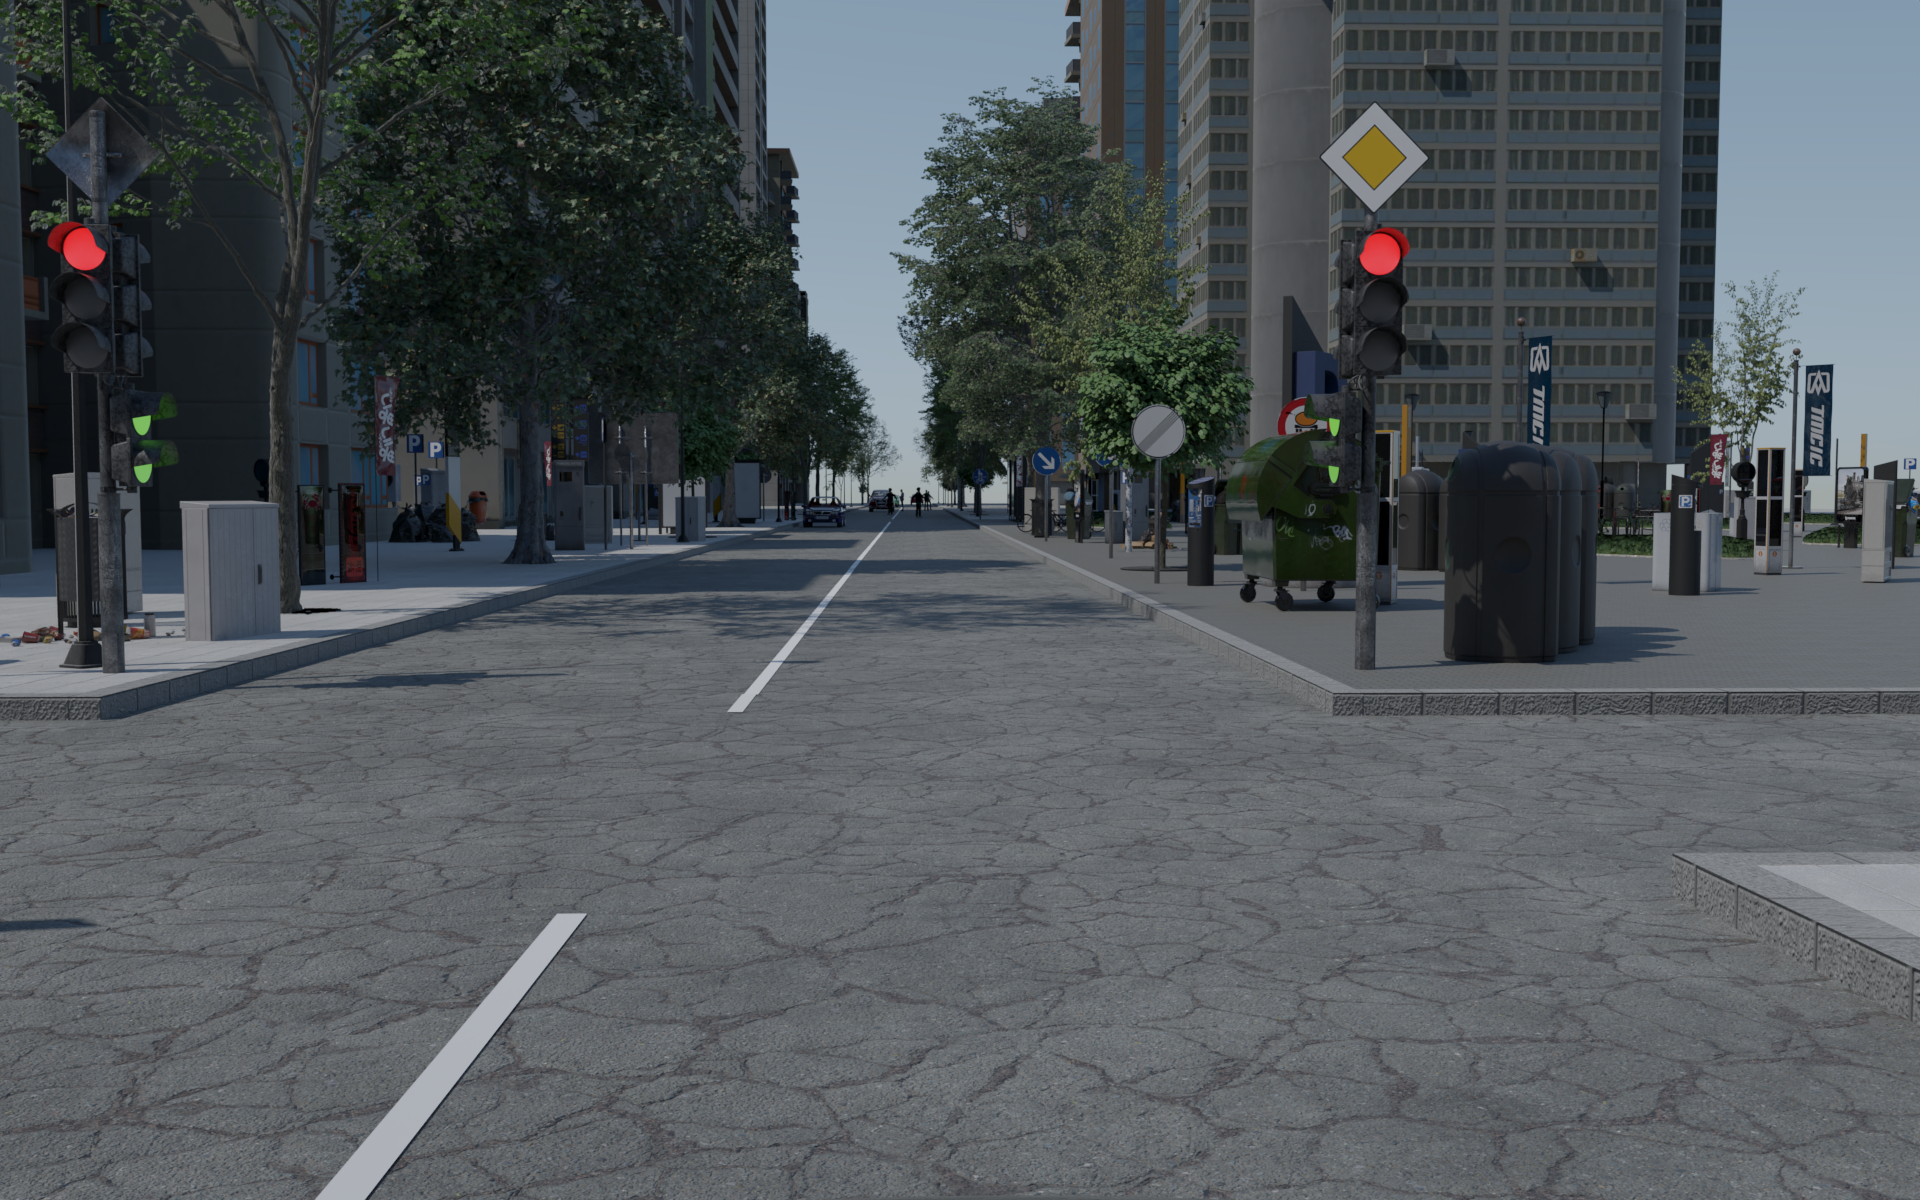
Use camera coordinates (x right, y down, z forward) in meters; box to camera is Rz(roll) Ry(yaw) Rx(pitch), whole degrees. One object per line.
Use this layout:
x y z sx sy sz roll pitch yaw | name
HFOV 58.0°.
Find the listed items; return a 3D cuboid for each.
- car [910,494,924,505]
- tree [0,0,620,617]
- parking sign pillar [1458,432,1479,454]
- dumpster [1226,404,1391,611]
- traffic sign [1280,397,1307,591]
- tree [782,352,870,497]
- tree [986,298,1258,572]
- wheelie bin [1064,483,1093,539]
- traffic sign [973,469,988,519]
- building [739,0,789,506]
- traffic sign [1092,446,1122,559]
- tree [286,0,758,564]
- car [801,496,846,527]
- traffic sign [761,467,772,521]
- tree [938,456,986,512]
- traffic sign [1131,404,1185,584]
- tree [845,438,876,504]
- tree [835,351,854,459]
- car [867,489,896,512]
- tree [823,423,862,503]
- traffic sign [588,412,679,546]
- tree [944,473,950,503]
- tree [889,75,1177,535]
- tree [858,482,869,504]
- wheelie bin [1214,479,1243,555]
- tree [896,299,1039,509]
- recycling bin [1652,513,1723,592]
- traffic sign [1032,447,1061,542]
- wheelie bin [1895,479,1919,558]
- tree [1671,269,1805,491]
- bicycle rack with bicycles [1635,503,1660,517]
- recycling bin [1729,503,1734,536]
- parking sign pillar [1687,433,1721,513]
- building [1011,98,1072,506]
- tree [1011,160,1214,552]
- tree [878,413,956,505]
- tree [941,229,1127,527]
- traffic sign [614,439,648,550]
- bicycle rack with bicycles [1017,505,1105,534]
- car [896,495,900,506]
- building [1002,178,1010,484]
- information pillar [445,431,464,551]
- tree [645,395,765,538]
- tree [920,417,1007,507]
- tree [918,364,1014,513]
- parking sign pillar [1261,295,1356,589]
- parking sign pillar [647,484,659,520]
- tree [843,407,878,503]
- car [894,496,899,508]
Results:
-5.759 -13.668 232.507 2.155 1.783 4.494 0 4 -1 | car
-7.153 -5.664 18.358 9.928 11.665 9.643 0 3 0 | tree
22.034 -5.262 74.506 1.447 3.967 1.447 -2 4 -31 | parking sign pillar
3.930 -1.050 19.656 1.502 2.255 1.985 0 4 -2 | dumpster
4.540 -1.389 22.812 0.768 2.556 0.104 0 4 2 | traffic sign
-10.323 -12.986 130.451 7.486 12.596 7.792 0 3 0 | tree
3.406 -2.779 29.155 4.285 4.588 4.351 0 3 0 | tree
3.344 -2.527 49.225 0.693 1.594 0.980 2 4 26 | wheelie bin
1.027 -5.354 87.651 0.768 2.556 0.104 0 4 0 | traffic sign
-29.359 -45.884 188.454 20.563 71.187 20.611 0 4 -2 | building
3.007 -2.098 34.409 0.768 2.556 0.104 0 4 6 | traffic sign
-7.936 -7.024 31.854 9.611 12.733 9.660 0 3 0 | tree
-5.925 -3.861 75.707 1.945 1.354 3.894 0 4 -1 | car
-9.186 -4.949 81.028 0.768 2.556 0.104 0 4 0 | traffic sign
1.203 -8.766 127.044 4.285 4.588 4.351 0 3 0 | tree
2.825 -1.507 24.751 0.768 2.556 0.104 0 4 1 | traffic sign
-13.045 -17.047 229.084 4.360 8.622 3.978 0 3 0 | tree
-8.790 -9.154 66.674 9.611 12.733 9.660 0 3 0 | tree
-6.319 -8.032 139.995 2.281 1.827 5.304 0 4 -1 | car
-10.946 -12.729 158.486 4.737 8.622 4.395 0 3 0 | tree
-8.098 -3.000 42.930 2.265 3.308 0.079 0 4 4 | traffic sign
-1.771 -17.534 237.048 4.360 8.622 3.978 0 3 0 | tree
2.674 -8.981 53.499 9.857 13.997 8.962 0 3 0 | tree
-13.106 -14.759 235.909 1.663 3.219 1.824 0 3 0 | tree
5.708 -1.755 36.609 0.980 1.594 0.693 -2 4 -30 | wheelie bin
1.173 -17.984 149.924 12.611 20.169 13.585 0 3 0 | tree
9.680 -0.642 23.047 0.722 1.027 0.722 3 4 36 | recycling bin
2.330 -2.853 46.747 0.768 2.556 0.104 0 4 0 | traffic sign
19.069 -1.676 35.316 0.693 1.594 0.980 -3 5 -41 | wheelie bin
26.048 -6.558 57.579 4.737 8.622 4.395 0 3 0 | tree
28.704 -3.611 72.427 2.925 0.926 2.852 2 4 34 | bicycle rack with bicycles
23.082 -2.342 50.842 0.722 1.027 0.722 3 5 43 | recycling bin
33.057 -5.415 77.010 1.447 3.967 1.447 0 4 0 | parking sign pillar
13.882 -33.444 196.925 14.600 45.320 14.200 0 4 -2 | building
3.570 -5.378 38.291 4.737 8.622 4.395 0 3 0 | tree
-0.665 -17.590 197.969 12.009 13.543 11.850 0 3 0 | tree
2.844 -8.639 67.008 9.928 11.665 9.643 0 3 0 | tree
-7.595 -2.439 39.981 0.768 2.556 0.104 0 4 0 | traffic sign
3.339 -2.690 57.368 2.925 0.926 2.852 0 4 8 | bicycle rack with bicycles
-8.357 -12.266 212.917 2.083 1.381 4.827 0 4 -2 | car
17.130 -35.357 232.710 22.147 44.769 28.867 0 4 -2 | building
-11.325 -2.895 38.695 0.183 3.616 0.504 1 4 16 | information pillar
-7.966 -4.114 50.981 4.285 4.588 4.351 0 3 0 | tree
0.375 -15.638 172.692 9.611 12.733 9.660 0 3 0 | tree
0.774 -12.101 115.980 7.486 12.596 7.792 0 3 0 | tree
4.942 -2.178 24.075 1.447 3.967 1.447 3 4 36 | parking sign pillar
-14.983 -5.975 86.166 1.447 3.967 1.447 1 4 20 | parking sign pillar
-13.215 -20.518 245.831 12.009 13.543 11.850 0 3 0 | tree
-7.462 -10.733 184.284 1.959 1.807 4.718 0 4 -3 | car
